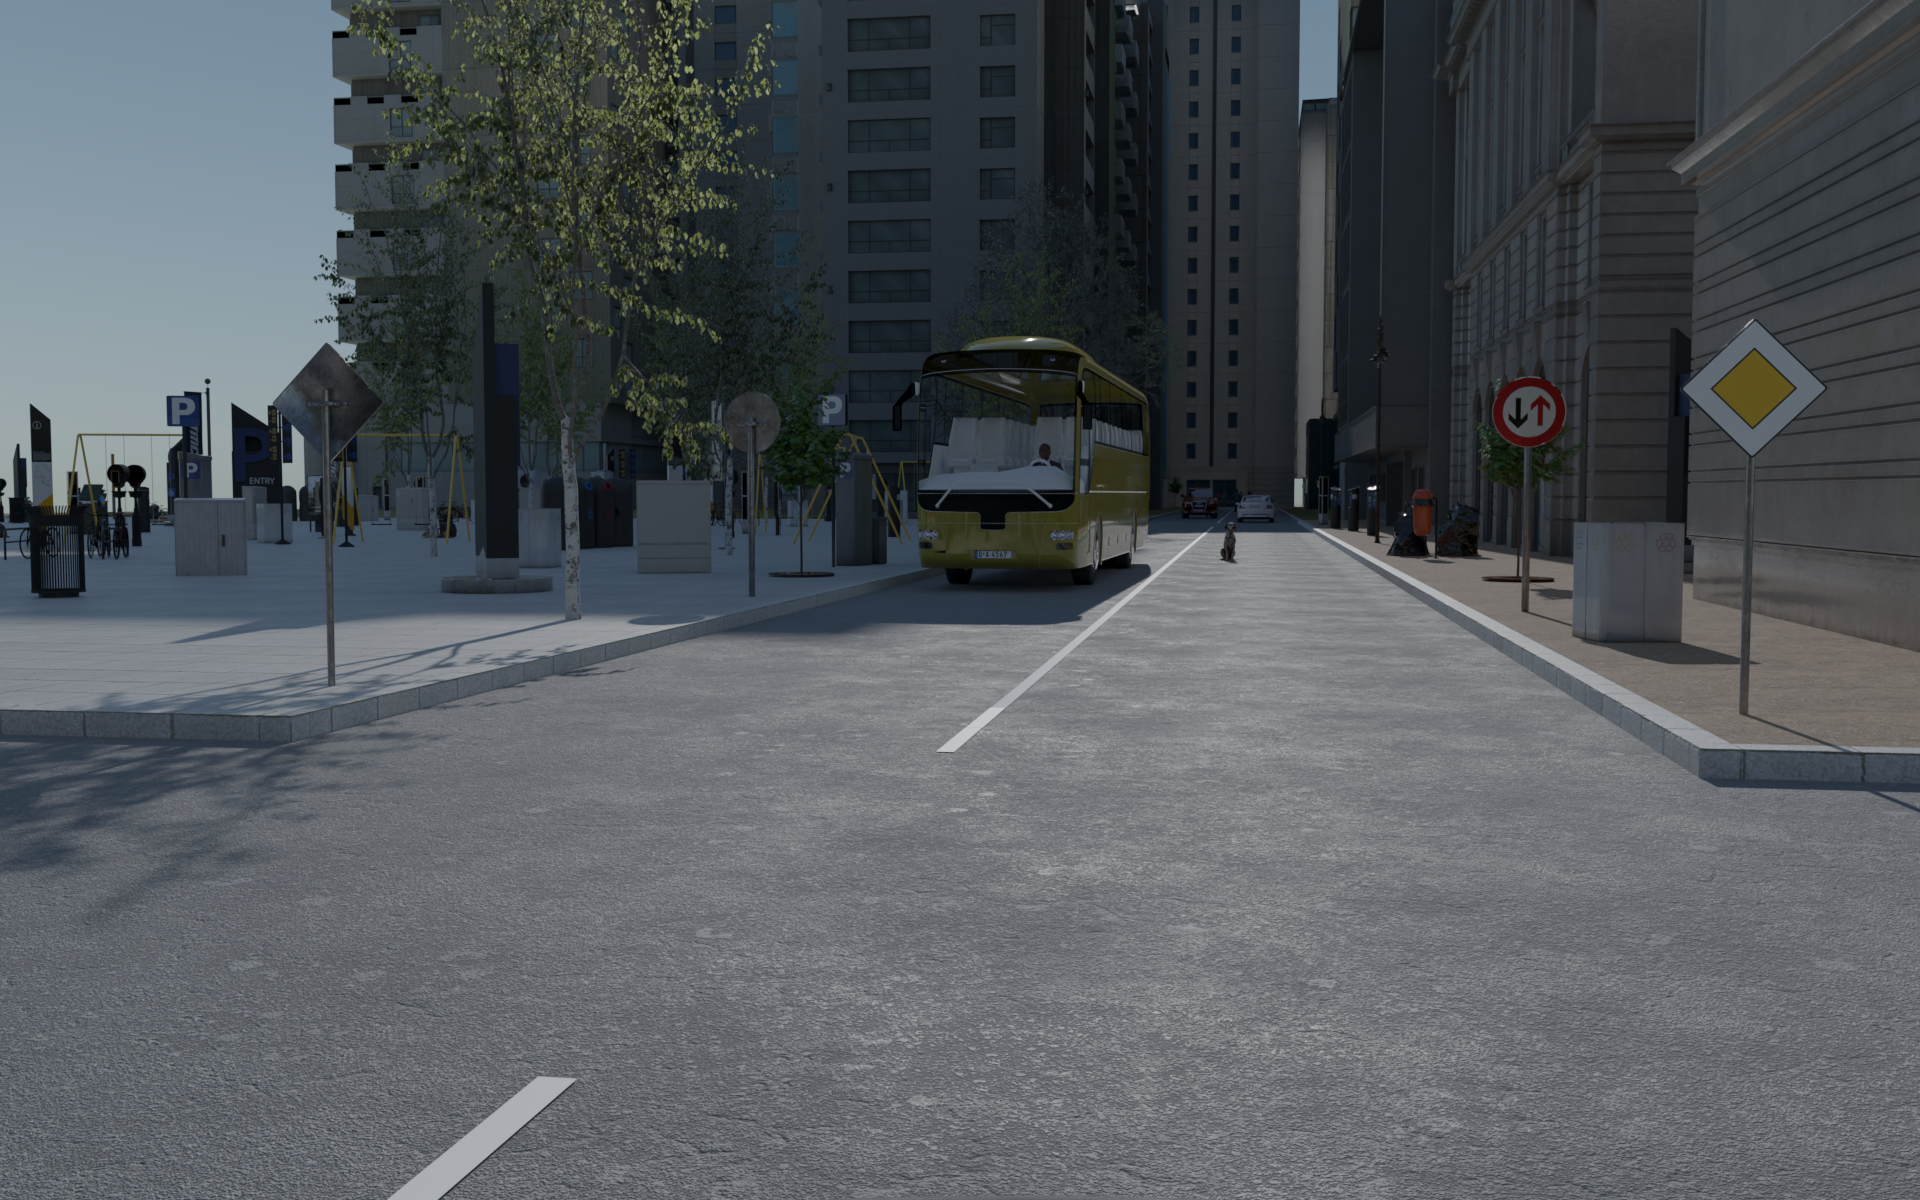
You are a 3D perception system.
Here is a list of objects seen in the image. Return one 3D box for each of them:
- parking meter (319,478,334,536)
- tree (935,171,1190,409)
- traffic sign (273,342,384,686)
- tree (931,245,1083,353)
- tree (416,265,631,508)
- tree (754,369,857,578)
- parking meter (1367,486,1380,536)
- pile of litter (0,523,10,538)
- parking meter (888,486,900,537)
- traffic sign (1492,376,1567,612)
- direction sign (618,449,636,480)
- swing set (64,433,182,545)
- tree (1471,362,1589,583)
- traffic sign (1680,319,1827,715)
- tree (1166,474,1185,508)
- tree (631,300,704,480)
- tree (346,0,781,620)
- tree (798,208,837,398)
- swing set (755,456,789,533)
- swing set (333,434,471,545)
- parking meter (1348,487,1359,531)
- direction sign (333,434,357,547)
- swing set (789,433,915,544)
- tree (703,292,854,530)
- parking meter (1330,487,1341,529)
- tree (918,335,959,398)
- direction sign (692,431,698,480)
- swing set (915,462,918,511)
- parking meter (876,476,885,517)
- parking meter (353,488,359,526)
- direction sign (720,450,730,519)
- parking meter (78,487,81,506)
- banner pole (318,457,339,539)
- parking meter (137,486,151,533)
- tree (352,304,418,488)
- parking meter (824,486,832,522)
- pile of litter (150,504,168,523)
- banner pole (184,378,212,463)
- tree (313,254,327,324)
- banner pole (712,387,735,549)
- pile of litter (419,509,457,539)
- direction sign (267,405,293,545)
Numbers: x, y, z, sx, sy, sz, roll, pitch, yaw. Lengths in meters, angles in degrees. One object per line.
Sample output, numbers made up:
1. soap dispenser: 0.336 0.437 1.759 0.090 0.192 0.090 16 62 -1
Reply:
1. parking meter: -19.321 -2.880 52.798 0.399 1.863 0.255 -1 4 -18
2. tree: 3.576 -9.577 66.952 12.009 13.543 11.850 0 3 0
3. traffic sign: -4.202 -0.482 11.528 0.795 2.450 0.064 1 4 10
4. tree: 1.596 -6.157 51.034 4.737 8.622 4.395 0 3 0
5. tree: -13.630 -6.347 54.133 4.737 8.622 4.395 0 3 0
6. tree: -2.424 -1.971 26.832 1.663 3.219 1.824 0 3 0
7. parking meter: 12.750 -2.753 53.422 0.372 1.533 0.369 0 3 0
8. pile of litter: -28.693 -2.245 50.678 1.719 0.858 1.176 -3 5 -41
9. parking meter: -1.963 -2.641 51.586 0.372 1.533 0.369 0 3 0
10. traffic sign: 6.167 -1.145 18.825 0.768 2.556 0.104 1 4 16
11. direction sign: -16.754 -5.826 87.245 0.876 3.537 0.379 -2 4 -26
12. swing set: -21.191 -2.896 44.973 3.119 2.851 2.862 -1 4 -9
13. tree: 8.376 -1.889 25.481 1.663 3.219 1.824 0 3 0
14. traffic sign: 4.566 -0.391 10.035 0.795 2.450 0.064 1 4 10
15. tree: 20.180 -10.270 162.517 1.663 3.219 1.824 0 3 0
16. tree: -10.666 -7.034 65.374 4.737 8.622 4.395 0 3 0
17. tree: -3.897 -4.091 17.256 4.360 8.622 3.978 0 3 0
18. tree: -4.769 -5.257 36.315 4.360 8.622 3.978 0 3 0
19. swing set: -5.126 -3.678 57.763 3.119 2.851 2.862 0 4 1
20. swing set: -14.662 -2.908 45.170 3.119 2.851 2.862 0 4 -4
21. parking meter: 13.650 -3.159 60.065 0.372 1.533 0.369 0 3 0
22. direction sign: -14.870 -3.051 41.880 0.379 3.537 0.876 1 4 20
23. swing set: -2.805 -2.950 45.856 2.862 2.851 3.119 0 4 3
24. tree: -5.961 -6.819 61.858 4.737 8.622 4.395 0 3 0
25. parking meter: 13.952 -3.419 64.316 0.372 1.533 0.369 0 3 0
26. tree: 0.029 -7.802 77.929 4.360 8.622 3.978 0 3 0
27. direction sign: -9.147 -4.147 59.795 0.379 3.537 0.876 0 4 1
28. swing set: -1.323 -5.252 83.485 3.119 2.851 2.862 -1 4 -14
29. parking meter: -2.635 -3.165 57.464 0.255 1.863 0.399 0 4 -5
30. parking meter: -24.528 -3.771 70.064 0.372 1.533 0.369 0 3 0
31. direction sign: -12.196 -5.945 89.196 0.876 3.537 0.379 -3 5 -42
32. parking meter: -32.973 -3.435 64.575 0.372 1.533 0.369 0 3 0
33. banner pole: -18.193 -3.666 49.954 0.863 3.779 0.401 2 4 28
34. parking meter: -27.241 -3.021 57.804 0.372 1.533 0.369 0 3 0
35. tree: -21.031 -7.019 65.116 4.737 8.622 4.395 0 3 0
36. parking meter: -6.126 -4.591 80.780 0.399 1.863 0.255 -2 4 -24
37. pile of litter: -36.019 -3.891 77.587 1.719 0.858 1.176 -1 4 -19
38. banner pole: -16.375 -2.896 37.367 0.401 3.779 0.863 2 4 25
39. tree: -10.834 -5.187 35.175 4.360 8.622 3.978 0 3 0
40. banner pole: -5.594 -3.089 40.520 0.401 3.779 0.863 -3 4 -39
41. pile of litter: -15.343 -2.254 50.815 1.176 0.858 1.719 0 4 8
42. direction sign: -17.250 -3.180 43.998 0.876 3.537 0.379 2 4 30
